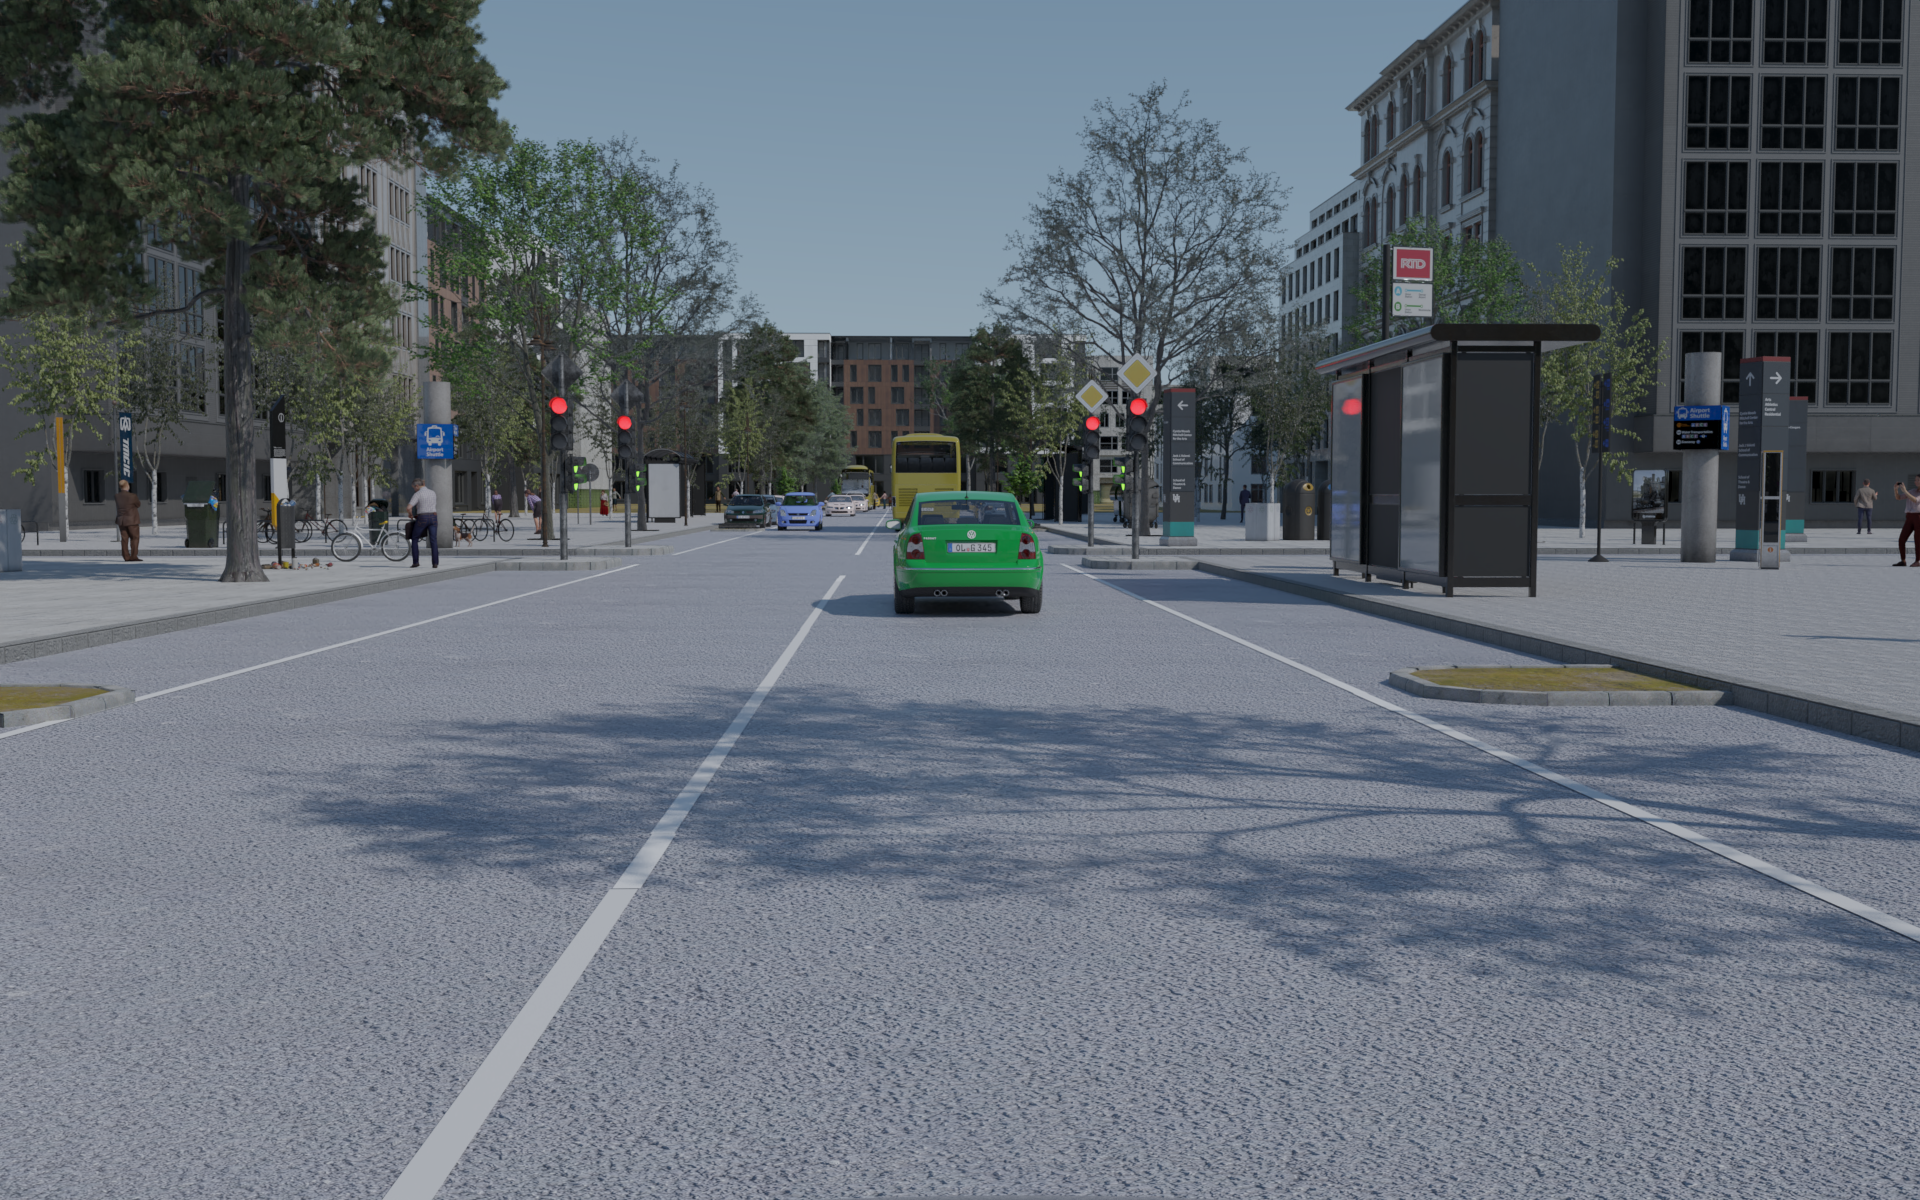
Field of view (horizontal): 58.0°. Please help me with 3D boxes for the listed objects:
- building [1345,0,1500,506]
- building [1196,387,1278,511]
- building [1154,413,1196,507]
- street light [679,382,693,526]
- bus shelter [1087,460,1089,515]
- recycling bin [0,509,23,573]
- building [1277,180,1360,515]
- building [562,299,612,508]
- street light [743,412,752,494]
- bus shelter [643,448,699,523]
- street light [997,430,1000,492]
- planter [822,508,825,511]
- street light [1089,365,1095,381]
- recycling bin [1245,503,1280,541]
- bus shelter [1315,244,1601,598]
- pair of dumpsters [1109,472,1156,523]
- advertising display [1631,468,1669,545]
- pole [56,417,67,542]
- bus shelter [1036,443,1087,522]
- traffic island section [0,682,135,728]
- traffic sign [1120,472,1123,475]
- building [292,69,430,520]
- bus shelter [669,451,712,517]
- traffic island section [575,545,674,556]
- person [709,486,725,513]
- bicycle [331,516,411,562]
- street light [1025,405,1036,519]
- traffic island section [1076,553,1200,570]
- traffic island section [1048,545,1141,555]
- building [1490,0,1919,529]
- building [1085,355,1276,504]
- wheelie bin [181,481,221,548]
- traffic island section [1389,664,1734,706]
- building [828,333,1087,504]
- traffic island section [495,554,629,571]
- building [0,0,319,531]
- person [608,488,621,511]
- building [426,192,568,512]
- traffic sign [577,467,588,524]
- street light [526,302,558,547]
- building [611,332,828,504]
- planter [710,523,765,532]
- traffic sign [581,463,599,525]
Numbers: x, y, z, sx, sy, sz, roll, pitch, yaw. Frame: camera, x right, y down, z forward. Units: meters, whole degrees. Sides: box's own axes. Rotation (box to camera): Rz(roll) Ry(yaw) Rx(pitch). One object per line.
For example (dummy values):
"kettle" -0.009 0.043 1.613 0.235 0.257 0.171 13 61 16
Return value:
"building" 29.468 -18.447 89.002 14.401 28.519 23.554 0 4 -2
"building" 25.325 -11.674 133.021 9.099 9.664 28.070 0 4 -2
"building" 24.549 -13.431 161.738 9.099 9.664 28.070 0 4 -2
"street light" -11.094 -5.941 69.926 0.468 5.910 1.993 0 4 -2
"bus shelter" 7.313 -7.324 111.037 1.731 3.624 6.357 0 4 -2
"recycling bin" -16.008 -0.977 28.528 0.722 1.027 0.722 1 4 11
"building" 27.098 -15.572 109.353 10.420 20.320 16.860 0 4 -2
"building" -50.392 -18.239 164.663 31.486 18.905 16.747 0 4 -2
"street light" -11.966 -7.640 97.702 0.468 5.910 1.993 0 4 -2
"bus shelter" -13.272 -5.226 79.371 2.014 3.302 5.546 0 4 -2
"street light" 2.535 -8.813 116.881 0.468 5.910 1.993 0 4 -2
"planter" -11.267 -7.510 143.923 1.991 0.319 1.994 0 4 -2
"street light" 4.613 -5.381 60.759 0.468 5.910 1.993 0 4 -2
"recycling bin" 8.294 -2.135 47.467 0.722 1.027 0.722 3 4 37
"bus shelter" 6.696 -2.934 25.599 2.179 5.291 8.768 0 4 -2
"pair of dumpsters" 7.701 -4.563 77.099 1.574 2.255 4.436 0 4 -2
"advertising display" 17.517 -2.372 43.994 0.123 1.923 0.974 -2 4 -34
"pole" -23.976 -3.203 46.208 0.158 3.312 0.155 0 3 0
"bus shelter" 4.705 -5.550 82.027 1.731 3.624 6.357 0 4 -2
"traffic island section" -6.641 0.703 11.380 1.991 0.108 1.994 0 4 -2
"traffic sign" 9.460 -6.064 99.252 0.768 2.556 0.104 0 4 5
"building" -37.247 -16.805 92.789 12.078 24.808 19.932 0 4 -2
"bus shelter" -15.255 -6.532 98.076 1.731 3.624 6.357 0 4 -2
"traffic island section" -8.028 -1.193 41.793 2.009 0.180 2.903 0 4 -2
"person" -16.748 -6.957 119.887 1.348 1.812 0.705 2 4 28
"bicycle" -11.110 -1.196 32.780 1.543 0.972 0.635 0 4 -7
"street light" 3.625 -7.094 88.771 0.468 5.910 1.993 0 4 -2
"traffic island section" 3.485 -0.729 34.198 2.009 0.180 2.903 0 4 -2
"traffic island section" 3.207 -1.217 42.178 2.009 0.180 2.903 0 4 -2
"building" 35.456 -16.838 68.803 24.014 27.812 14.314 0 4 -2
"building" 31.631 -22.224 229.813 31.486 18.905 16.747 0 4 -2
"wheelie bin" -18.080 -2.041 41.283 0.980 1.594 0.693 0 4 5
"traffic island section" 4.236 0.622 12.698 1.991 0.108 1.994 0 4 -2
"building" -0.615 -23.877 234.368 32.646 21.610 27.936 0 4 -2
"traffic island section" -7.750 -0.705 33.812 2.009 0.180 2.903 0 4 -2
"building" -37.275 -16.957 70.751 14.314 27.812 24.014 0 4 -2
"person" -25.715 -7.452 128.676 1.217 1.735 0.721 1 4 22
"building" -47.095 -17.615 131.975 27.936 21.610 32.646 0 4 -2
"traffic sign" -16.348 -4.532 74.100 0.884 2.594 0.081 0 4 6
"street light" -10.060 -4.223 41.831 0.468 5.910 1.993 0 4 -2
"building" -33.225 -23.778 232.744 32.646 21.610 27.936 0 4 -2
"planter" -8.590 -2.815 67.165 1.991 0.319 1.994 0 4 -2
"traffic sign" -15.352 -4.391 71.896 0.768 2.556 0.104 0 4 2
